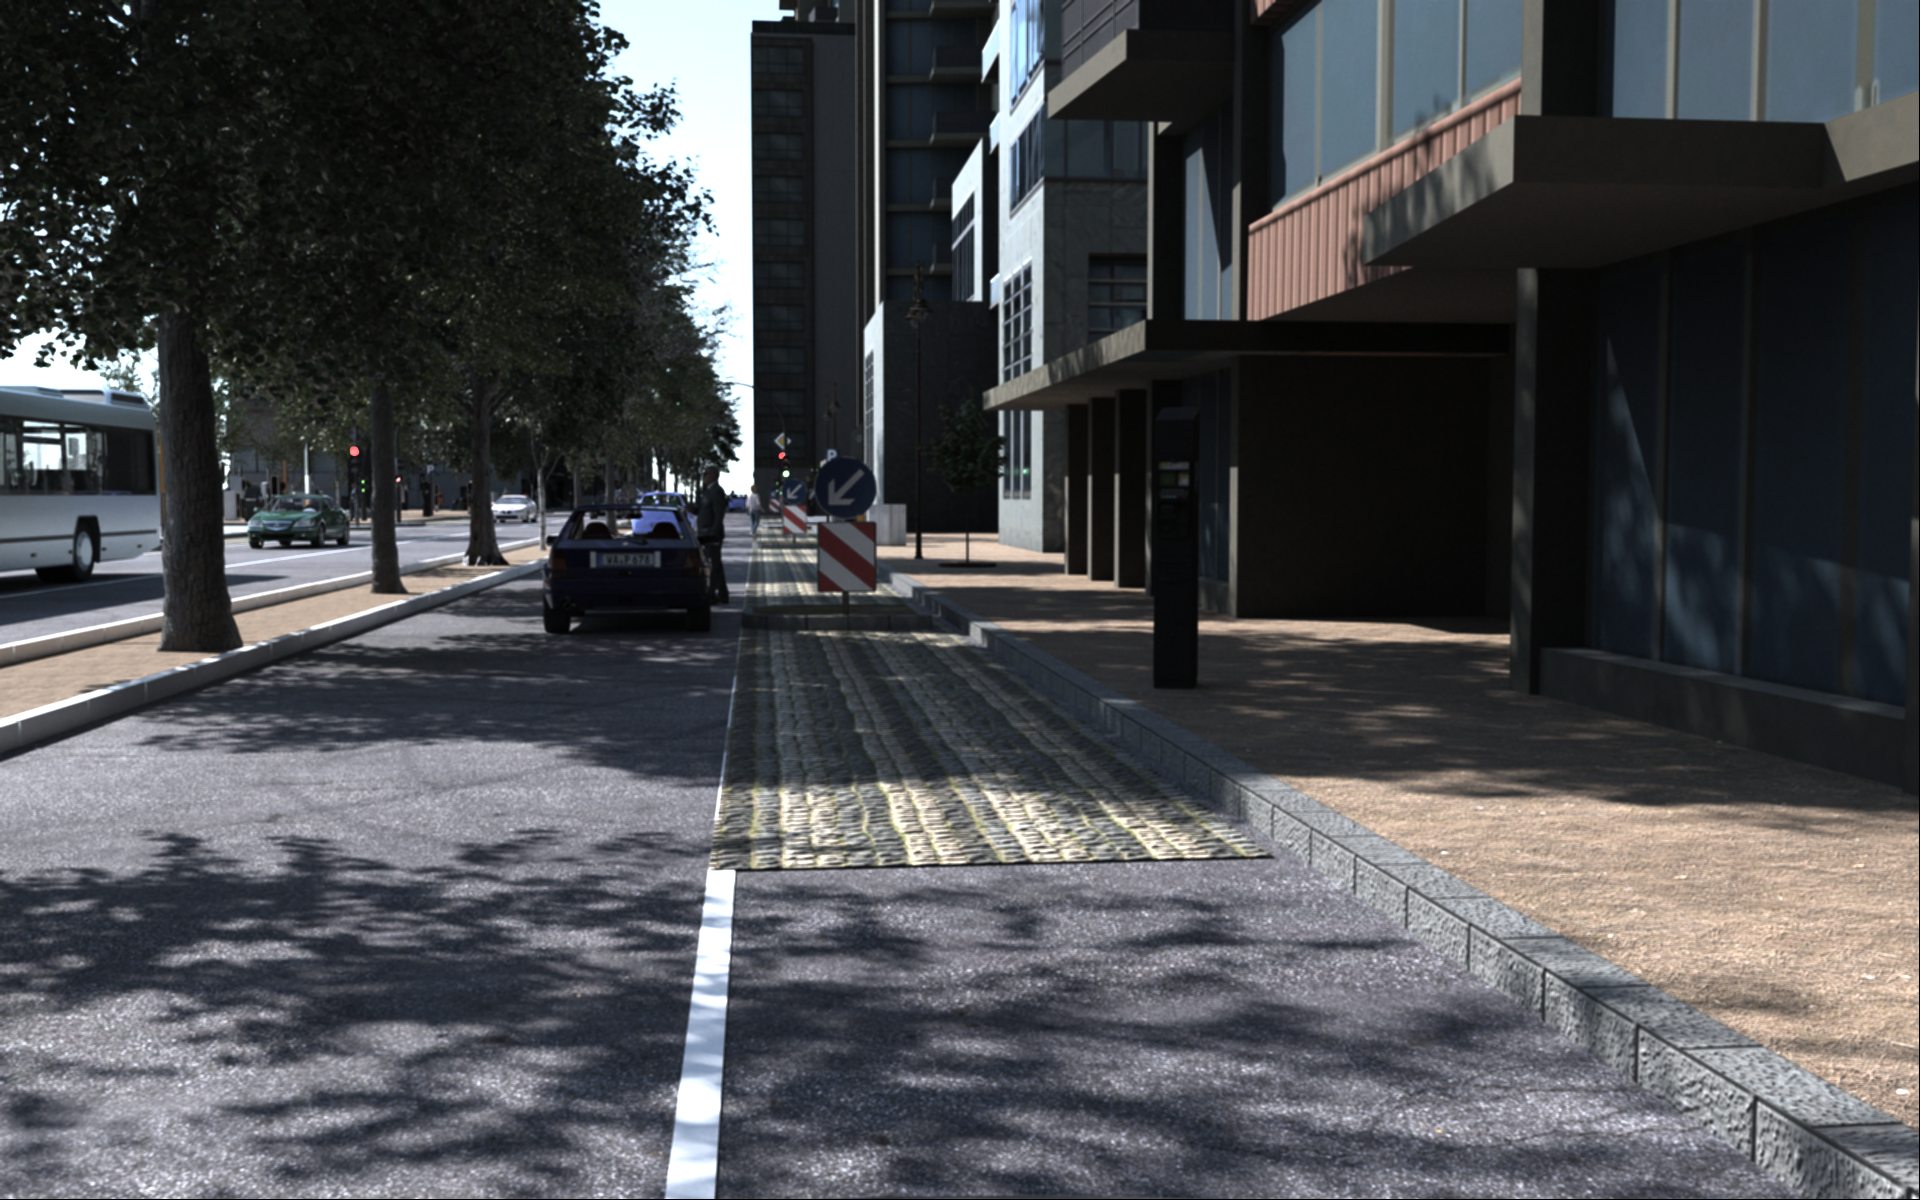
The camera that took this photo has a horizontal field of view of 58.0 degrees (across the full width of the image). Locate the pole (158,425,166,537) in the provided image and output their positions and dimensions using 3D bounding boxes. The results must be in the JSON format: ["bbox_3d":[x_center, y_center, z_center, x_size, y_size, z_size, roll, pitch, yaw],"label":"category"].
[{"bbox_3d":[-23.588,-3.514,51.297,0.158,3.312,0.155,0,3,0],"label":"pole"}]

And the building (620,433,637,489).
[{"bbox_3d":[-58.107,-36.241,247.167,22.147,44.769,28.867,0,4,-7],"label":"building"}]

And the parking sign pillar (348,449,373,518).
[{"bbox_3d":[-32.154,-6.394,93.013,1.447,3.967,1.447,0,4,-1],"label":"parking sign pillar"}]

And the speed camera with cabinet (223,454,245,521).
[{"bbox_3d":[-35.357,-5.509,84.400,0.660,3.252,2.038,-1,4,-10],"label":"speed camera with cabinet"}]

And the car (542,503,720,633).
[{"bbox_3d":[-3.654,-0.412,19.322,1.945,1.354,3.894,-1,4,-9],"label":"car"}]

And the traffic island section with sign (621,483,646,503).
[{"bbox_3d":[-14.374,-4.265,77.863,2.006,1.907,1.989,0,4,-7],"label":"traffic island section with sign"}]

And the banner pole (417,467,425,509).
[{"bbox_3d":[-45.072,-9.463,144.743,0.863,3.779,0.401,-3,5,-44],"label":"banner pole"}]

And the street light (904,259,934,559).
[{"bbox_3d":[-0.819,-3.758,34.234,0.468,5.910,1.993,0,4,-7],"label":"street light"}]

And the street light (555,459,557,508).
[{"bbox_3d":[-35.985,-11.093,154.165,0.468,5.910,1.993,0,4,-7],"label":"street light"}]

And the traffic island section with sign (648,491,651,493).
[{"bbox_3d":[-45.973,-15.223,257.529,1.989,1.847,2.006,0,4,-7],"label":"traffic island section with sign"}]

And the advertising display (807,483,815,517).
[{"bbox_3d":[-8.380,-5.628,97.236,0.123,1.923,0.974,1,4,15],"label":"advertising display"}]

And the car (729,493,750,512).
[{"bbox_3d":[-18.165,-8.160,143.011,1.945,1.707,3.694,0,4,-5],"label":"car"}]

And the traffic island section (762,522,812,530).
[{"bbox_3d":[-7.111,-2.980,71.007,2.009,0.180,2.903,0,4,-7],"label":"traffic island section"}]

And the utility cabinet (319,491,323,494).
[{"bbox_3d":[-50.750,-7.803,136.253,1.173,1.500,0.318,-2,4,-28],"label":"utility cabinet"}]

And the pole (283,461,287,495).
[{"bbox_3d":[-41.145,-6.836,105.615,0.158,3.312,0.155,0,3,0],"label":"pole"}]

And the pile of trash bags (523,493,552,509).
[{"bbox_3d":[-36.933,-8.593,150.247,1.912,1.369,3.447,-3,5,-45],"label":"pile of trash bags"}]

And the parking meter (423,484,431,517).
[{"bbox_3d":[-30.067,-5.622,97.636,0.399,1.863,0.255,-1,4,-20],"label":"parking meter"}]

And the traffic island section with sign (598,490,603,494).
[{"bbox_3d":[-36.529,-10.260,176.375,1.989,1.847,2.006,0,4,-7],"label":"traffic island section with sign"}]

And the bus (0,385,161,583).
[{"bbox_3d":[-15.069,-1.830,24.785,2.948,3.499,13.247,0,4,-6],"label":"bus"}]

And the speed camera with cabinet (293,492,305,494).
[{"bbox_3d":[-54.003,-8.923,140.221,2.038,3.252,0.660,-3,5,-43],"label":"speed camera with cabinet"}]

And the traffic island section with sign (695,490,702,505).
[{"bbox_3d":[-23.065,-8.830,152.499,2.006,1.907,1.989,0,4,-7],"label":"traffic island section with sign"}]

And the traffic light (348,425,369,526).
[{"bbox_3d":[-23.999,-4.893,68.920,0.839,4.253,0.868,0,4,-7],"label":"traffic light"}]

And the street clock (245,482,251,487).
[{"bbox_3d":[-42.883,-6.088,104.103,0.471,2.002,0.358,2,4,23],"label":"street clock"}]

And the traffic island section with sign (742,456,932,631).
[{"bbox_3d":[-1.395,-0.634,18.992,1.989,1.847,2.006,0,4,-7],"label":"traffic island section with sign"}]

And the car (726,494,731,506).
[{"bbox_3d":[-24.898,-10.937,188.611,2.009,1.686,4.222,0,4,-5],"label":"car"}]

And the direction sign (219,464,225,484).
[{"bbox_3d":[-55.141,-8.395,129.262,0.379,3.537,0.876,1,4,18],"label":"direction sign"}]

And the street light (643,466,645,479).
[{"bbox_3d":[-49.775,-18.314,272.225,0.468,5.910,1.993,0,4,-7],"label":"street light"}]

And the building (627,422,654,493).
[{"bbox_3d":[-59.640,-37.299,293.439,14.154,41.232,14.086,0,4,-7],"label":"building"}]

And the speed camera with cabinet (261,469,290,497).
[{"bbox_3d":[-53.783,-8.650,135.770,0.660,3.252,2.038,2,4,27],"label":"speed camera with cabinet"}]

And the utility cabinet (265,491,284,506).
[{"bbox_3d":[-54.637,-7.926,138.264,1.173,1.500,0.318,0,3,0],"label":"utility cabinet"}]

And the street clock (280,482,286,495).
[{"bbox_3d":[-40.381,-6.024,103.069,0.358,2.002,0.471,2,4,32],"label":"street clock"}]

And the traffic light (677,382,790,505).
[{"bbox_3d":[-9.220,-5.862,70.507,4.771,5.953,1.251,0,4,-7],"label":"traffic light"}]

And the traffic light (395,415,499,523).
[{"bbox_3d":[-22.853,-6.267,77.127,4.771,5.953,1.251,0,4,-7],"label":"traffic light"}]

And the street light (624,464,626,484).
[{"bbox_3d":[-45.513,-16.073,235.575,0.468,5.910,1.993,0,4,-7],"label":"street light"}]

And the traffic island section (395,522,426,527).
[{"bbox_3d":[-24.962,-3.346,76.982,2.009,0.180,2.903,0,4,-7],"label":"traffic island section"}]

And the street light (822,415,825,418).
[{"bbox_3d":[-6.067,-6.524,79.451,0.468,5.910,1.993,0,4,-7],"label":"street light"}]

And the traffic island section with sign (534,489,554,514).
[{"bbox_3d":[-30.738,-7.210,126.508,1.989,1.847,2.006,0,4,-7],"label":"traffic island section with sign"}]

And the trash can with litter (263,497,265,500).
[{"bbox_3d":[-58.078,-8.211,145.631,0.624,1.170,1.055,1,4,14],"label":"trash can with litter"}]

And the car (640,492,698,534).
[{"bbox_3d":[-8.866,-2.598,52.064,1.945,1.707,3.694,0,4,-6],"label":"car"}]

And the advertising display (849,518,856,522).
[{"bbox_3d":[-3.505,-3.035,54.832,0.123,1.923,0.974,2,4,24],"label":"advertising display"}]

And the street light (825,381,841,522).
[{"bbox_3d":[-5.109,-5.992,70.759,0.468,5.910,1.993,0,4,-7],"label":"street light"}]

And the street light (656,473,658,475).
[{"bbox_3d":[-53.984,-20.547,308.725,0.468,5.910,1.993,0,4,-7],"label":"street light"}]

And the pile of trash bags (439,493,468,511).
[{"bbox_3d":[-38.921,-7.611,134.195,3.447,1.369,1.912,-2,4,-33],"label":"pile of trash bags"}]

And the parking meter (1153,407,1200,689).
[{"bbox_3d":[1.437,-0.353,11.485,0.255,1.863,0.399,1,4,15],"label":"parking meter"}]

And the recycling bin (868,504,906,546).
[{"bbox_3d":[-1.807,-1.855,42.881,0.722,1.027,0.722,2,4,30],"label":"recycling bin"}]

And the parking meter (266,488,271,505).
[{"bbox_3d":[-35.763,-4.978,89.795,0.372,1.533,0.369,0,3,0],"label":"parking meter"}]

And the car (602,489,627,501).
[{"bbox_3d":[-28.192,-8.073,140.669,2.281,1.827,5.304,0,4,-6],"label":"car"}]

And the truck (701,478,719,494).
[{"bbox_3d":[-42.376,-18.662,294.033,2.839,4.237,11.283,0,4,-5],"label":"truck"}]

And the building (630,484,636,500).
[{"bbox_3d":[-66.735,-35.566,273.390,32.217,40.220,23.993,0,4,-7],"label":"building"}]

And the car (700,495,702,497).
[{"bbox_3d":[-41.471,-16.461,281.491,2.083,1.381,4.827,0,4,-6],"label":"car"}]

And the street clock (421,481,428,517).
[{"bbox_3d":[-30.332,-5.723,98.142,0.358,2.002,0.471,0,4,2],"label":"street clock"}]

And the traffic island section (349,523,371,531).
[{"bbox_3d":[-24.039,-2.861,69.050,2.009,0.180,2.903,0,4,-7],"label":"traffic island section"}]

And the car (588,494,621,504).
[{"bbox_3d":[-20.484,-5.537,100.318,2.009,1.686,4.222,-1,4,-8],"label":"car"}]

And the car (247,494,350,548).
[{"bbox_3d":[-18.001,-2.171,47.295,2.131,1.459,4.920,0,4,-7],"label":"car"}]

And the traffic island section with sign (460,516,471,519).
[{"bbox_3d":[-27.618,-5.572,99.733,1.989,1.847,2.006,0,4,-7],"label":"traffic island section with sign"}]

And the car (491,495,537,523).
[{"bbox_3d":[-22.538,-4.595,87.485,2.083,1.381,4.827,0,4,-6],"label":"car"}]

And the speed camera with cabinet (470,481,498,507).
[{"bbox_3d":[-34.428,-7.973,124.696,2.038,3.252,0.660,3,4,36],"label":"speed camera with cabinet"}]

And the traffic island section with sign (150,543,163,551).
[{"bbox_3d":[-21.116,-2.155,43.867,1.989,1.847,2.006,0,4,-7],"label":"traffic island section with sign"}]
